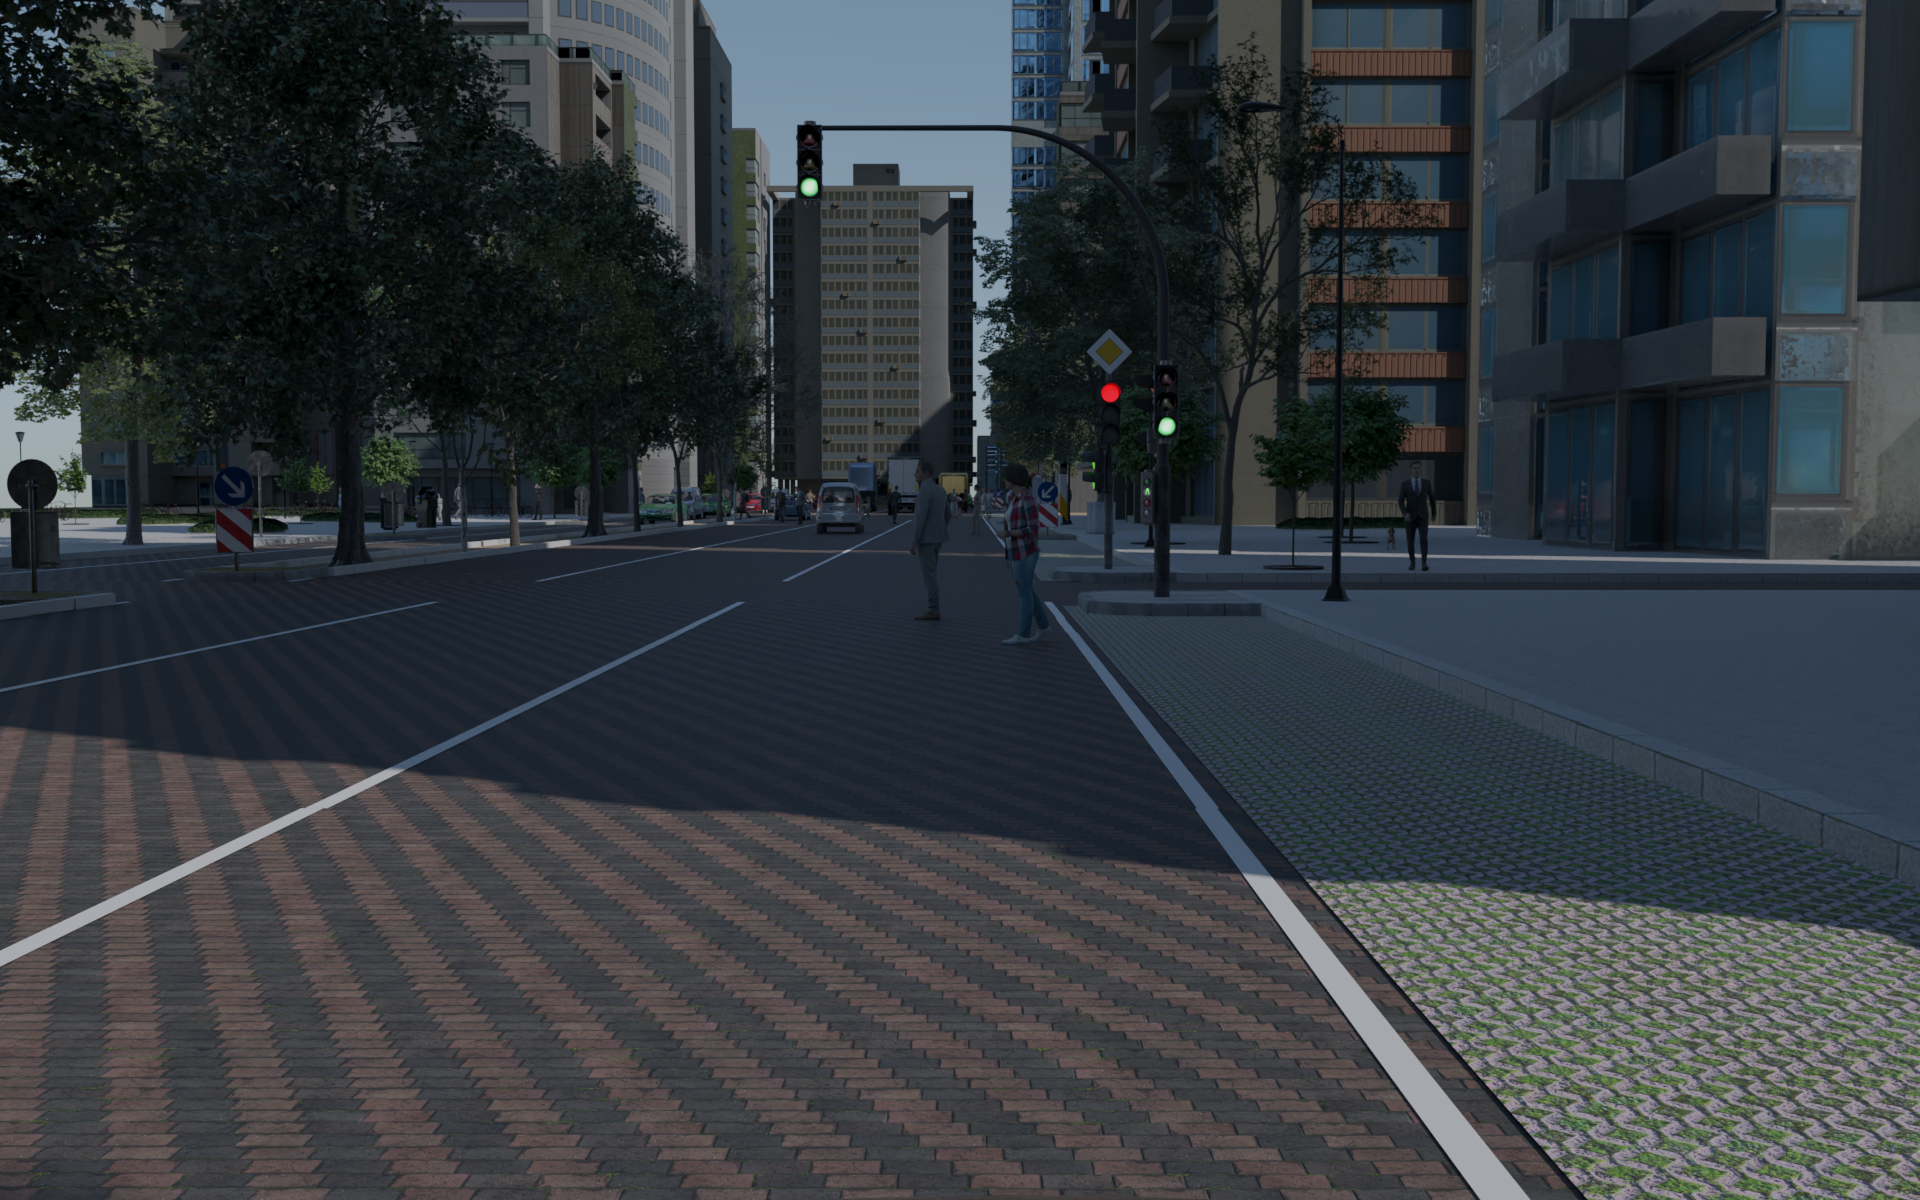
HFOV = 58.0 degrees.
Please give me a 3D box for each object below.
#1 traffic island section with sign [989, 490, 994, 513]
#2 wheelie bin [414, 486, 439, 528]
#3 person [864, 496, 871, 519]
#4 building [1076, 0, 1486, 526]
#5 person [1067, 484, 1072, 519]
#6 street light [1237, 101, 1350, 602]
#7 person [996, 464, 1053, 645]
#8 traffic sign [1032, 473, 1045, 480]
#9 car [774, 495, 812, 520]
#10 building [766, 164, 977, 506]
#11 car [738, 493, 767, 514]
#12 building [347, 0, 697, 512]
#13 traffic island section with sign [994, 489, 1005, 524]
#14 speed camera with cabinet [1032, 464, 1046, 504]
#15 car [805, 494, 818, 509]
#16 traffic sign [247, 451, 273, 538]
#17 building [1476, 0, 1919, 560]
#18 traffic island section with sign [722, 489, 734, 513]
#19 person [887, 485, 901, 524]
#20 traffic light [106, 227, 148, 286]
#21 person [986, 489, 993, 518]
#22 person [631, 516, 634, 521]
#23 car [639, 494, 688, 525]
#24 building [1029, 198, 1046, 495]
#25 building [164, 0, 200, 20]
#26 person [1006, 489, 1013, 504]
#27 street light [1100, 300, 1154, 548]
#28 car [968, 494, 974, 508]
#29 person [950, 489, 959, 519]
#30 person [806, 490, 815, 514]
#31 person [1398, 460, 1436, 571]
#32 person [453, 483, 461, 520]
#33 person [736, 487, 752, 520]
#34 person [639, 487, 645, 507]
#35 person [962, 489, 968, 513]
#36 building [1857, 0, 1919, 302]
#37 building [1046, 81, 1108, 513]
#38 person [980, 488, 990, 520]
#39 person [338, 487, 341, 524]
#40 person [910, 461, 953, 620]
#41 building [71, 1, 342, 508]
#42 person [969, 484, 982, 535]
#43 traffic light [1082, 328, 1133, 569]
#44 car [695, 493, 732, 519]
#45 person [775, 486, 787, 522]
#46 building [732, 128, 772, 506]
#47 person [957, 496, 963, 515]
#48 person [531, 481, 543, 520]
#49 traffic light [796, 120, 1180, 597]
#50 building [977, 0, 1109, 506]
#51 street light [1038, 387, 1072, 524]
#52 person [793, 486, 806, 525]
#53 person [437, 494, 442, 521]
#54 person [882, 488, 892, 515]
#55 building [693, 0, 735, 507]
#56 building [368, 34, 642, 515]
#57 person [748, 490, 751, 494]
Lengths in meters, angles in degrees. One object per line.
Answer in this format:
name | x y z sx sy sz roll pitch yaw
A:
traffic island section with sign | 2.867 -7.549 132.055 1.989 1.847 2.006 0 4 0
wheelie bin | -20.206 -3.537 65.739 0.693 1.594 0.980 1 4 22
person | -5.233 -5.202 97.807 0.590 1.304 0.306 -3 5 -43
building | 17.259 -26.176 82.605 22.147 44.769 28.867 0 4 0
person | 5.461 -5.089 89.419 0.590 1.801 0.661 -3 4 -37
street light | 3.981 -2.943 20.660 1.470 5.913 1.316 0 4 0
person | 0.628 -0.442 16.568 0.643 1.720 0.563 -1 4 -13
traffic sign | 4.641 -6.283 102.837 0.768 2.556 0.104 1 4 9
car | -9.204 -5.095 95.309 2.014 1.417 4.499 0 3 0
building | -10.002 -31.465 206.329 23.993 40.220 32.217 0 4 0
car | -15.274 -7.272 127.944 2.155 1.783 4.494 0 4 -1
building | -33.138 -36.174 133.440 21.231 58.520 28.212 0 4 0
traffic island section with sign | 2.718 -4.483 81.921 1.989 1.847 2.006 0 4 0
speed camera with cabinet | 4.667 -6.465 100.041 0.660 3.252 2.038 1 4 16
car | -14.667 -9.773 168.821 2.155 1.783 4.494 0 4 0
traffic sign | -20.374 -3.077 50.418 0.768 2.556 0.104 0 4 4
building | 28.555 -25.819 41.756 30.456 49.044 23.786 0 4 0
traffic island section with sign | -17.757 -7.511 131.435 1.989 1.847 2.006 0 4 0
person | -3.123 -4.605 83.575 0.659 1.850 0.755 1 4 16
traffic light | -16.255 -3.358 29.571 4.771 5.953 1.251 0 4 0
person | 1.659 -5.661 101.624 0.480 1.755 0.524 2 4 30
person | -17.059 -4.790 91.064 0.590 1.304 0.306 -3 5 -44
car | -14.096 -4.308 82.233 2.131 1.459 4.920 0 4 0
building | 13.834 -24.428 171.093 14.160 30.474 14.107 0 4 0
building | -76.870 -46.525 198.929 20.611 71.187 20.563 0 4 0
person | 2.705 -4.896 88.657 0.679 1.850 0.850 0 4 -7
street light | 4.054 -4.220 41.546 1.470 5.913 1.316 0 4 0
car | 0.474 -10.185 175.324 1.959 1.807 4.718 0 4 1
person | -0.340 -5.625 101.026 0.519 1.759 0.362 -2 4 -23
person | -10.837 -7.117 125.389 0.617 1.759 0.750 1 4 10
person | 7.673 -1.418 29.000 0.659 1.850 0.755 1 4 9
person | -25.017 -4.919 86.570 0.679 1.850 0.850 3 4 36
person | -12.015 -5.365 96.183 0.822 1.834 0.622 0 4 2
person | -17.632 -5.354 96.132 0.767 1.812 0.694 -2 4 -30
person | 0.394 -7.604 132.925 0.705 1.812 1.348 1 4 17
building | 13.681 -19.896 8.899 14.154 41.232 14.086 0 4 0
building | 13.807 -21.592 124.735 14.160 30.474 14.107 0 4 0
person | 1.344 -5.259 94.841 0.624 1.780 0.694 2 4 28
person | -26.566 -4.075 74.486 0.589 1.601 0.330 3 5 45
person | -0.346 -0.682 19.752 0.391 1.810 0.635 1 4 17
building | -69.646 -33.241 167.192 21.600 48.544 21.300 0 4 0
person | 0.549 -3.172 60.711 0.374 1.781 0.599 -1 4 -14
traffic light | 2.514 -2.482 29.496 0.839 4.253 0.868 0 4 0
car | -14.491 -5.679 101.652 1.959 1.807 4.718 0 4 0
person | -9.055 -4.839 87.588 0.622 1.834 0.822 0 4 4
building | -29.076 -31.380 196.663 14.086 41.232 14.154 0 4 0
person | -0.172 -6.358 115.640 0.628 1.438 0.799 1 4 18
person | -20.699 -4.858 84.828 0.474 1.900 0.648 -3 4 -39
traffic light | 0.398 -2.857 21.376 4.771 5.953 1.251 0 4 0
building | 17.476 -54.192 198.712 31.000 86.520 22.319 0 4 0
street light | 4.062 -6.145 73.006 1.470 5.913 1.316 0 4 0
person | -7.513 -4.425 81.029 0.473 1.802 0.592 -3 5 -42
person | -24.984 -4.450 83.085 0.425 1.301 0.394 0 4 3
person | -4.714 -6.570 116.055 0.705 1.807 1.348 -3 5 -39
building | -33.845 -33.263 167.549 21.600 48.544 21.300 0 4 0
building | -29.175 -20.862 112.787 14.160 30.474 14.107 0 4 0
person | -21.305 -10.377 175.695 1.348 1.826 0.705 -3 4 -37
